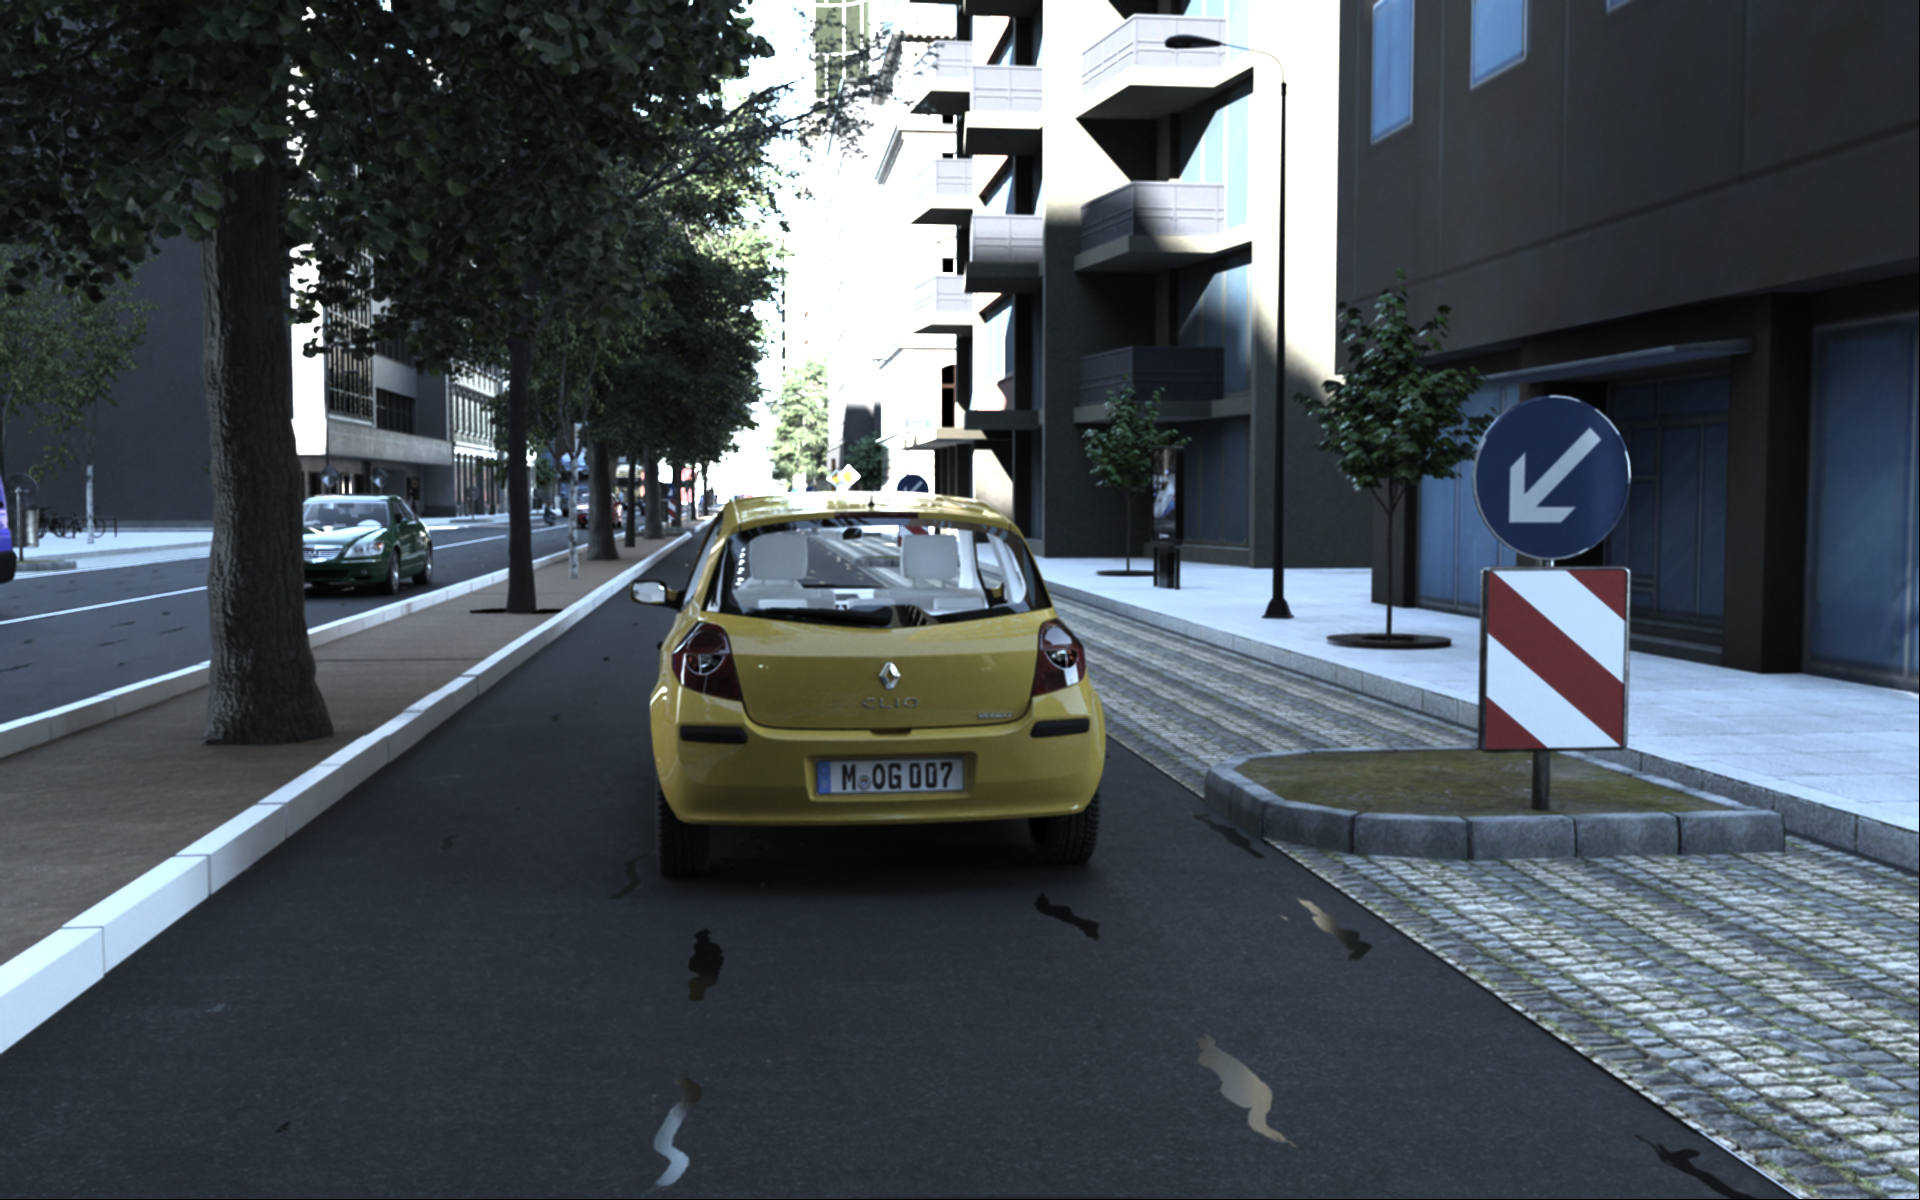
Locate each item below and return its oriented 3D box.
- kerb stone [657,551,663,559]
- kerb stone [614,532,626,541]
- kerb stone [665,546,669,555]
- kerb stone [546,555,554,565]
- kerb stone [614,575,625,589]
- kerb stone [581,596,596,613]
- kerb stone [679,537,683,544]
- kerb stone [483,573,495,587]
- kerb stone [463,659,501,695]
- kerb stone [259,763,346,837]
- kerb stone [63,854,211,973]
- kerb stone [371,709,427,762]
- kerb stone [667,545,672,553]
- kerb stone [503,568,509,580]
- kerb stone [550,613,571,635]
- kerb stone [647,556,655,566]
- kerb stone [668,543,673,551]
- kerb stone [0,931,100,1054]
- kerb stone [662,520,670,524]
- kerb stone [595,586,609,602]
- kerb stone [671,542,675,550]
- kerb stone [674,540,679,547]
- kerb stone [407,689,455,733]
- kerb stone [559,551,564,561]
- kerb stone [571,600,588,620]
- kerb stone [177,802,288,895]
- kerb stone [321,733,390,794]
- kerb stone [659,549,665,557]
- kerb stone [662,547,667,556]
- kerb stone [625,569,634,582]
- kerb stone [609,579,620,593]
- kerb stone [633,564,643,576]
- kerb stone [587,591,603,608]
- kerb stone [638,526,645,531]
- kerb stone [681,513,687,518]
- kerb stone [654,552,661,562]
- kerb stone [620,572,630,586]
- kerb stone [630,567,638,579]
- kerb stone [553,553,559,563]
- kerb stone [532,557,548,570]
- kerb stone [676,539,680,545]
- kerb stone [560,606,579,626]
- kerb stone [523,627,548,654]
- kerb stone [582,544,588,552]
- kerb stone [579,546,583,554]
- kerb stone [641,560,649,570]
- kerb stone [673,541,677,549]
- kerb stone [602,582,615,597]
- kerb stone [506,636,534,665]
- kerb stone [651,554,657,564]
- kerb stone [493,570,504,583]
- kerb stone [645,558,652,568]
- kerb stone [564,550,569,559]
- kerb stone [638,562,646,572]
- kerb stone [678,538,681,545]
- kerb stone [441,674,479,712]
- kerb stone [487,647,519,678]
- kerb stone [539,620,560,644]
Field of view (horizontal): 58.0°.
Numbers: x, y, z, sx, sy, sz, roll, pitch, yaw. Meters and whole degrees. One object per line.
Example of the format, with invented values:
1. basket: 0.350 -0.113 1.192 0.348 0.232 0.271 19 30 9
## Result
1. kerb stone: -6.526 -0.915 37.230 0.120 0.150 1.000 0 4 -7
2. kerb stone: -10.855 -2.021 55.293 0.120 0.150 1.000 0 4 -7
3. kerb stone: -6.906 -1.107 40.292 0.120 0.150 1.000 0 4 -7
4. kerb stone: -8.363 -0.774 34.925 0.120 0.150 1.000 0 4 -7
5. kerb stone: -5.165 -0.235 26.038 0.120 0.150 1.000 0 4 -7
6. kerb stone: -4.538 0.083 20.936 0.120 0.150 1.000 0 4 -7
7. kerb stone: -7.899 -1.602 48.433 0.120 0.150 1.000 0 4 -7
8. kerb stone: -7.364 -0.278 26.767 0.120 0.150 1.000 0 4 -7
9. kerb stone: -3.539 0.575 12.787 0.120 0.150 1.000 0 4 -7
10. kerb stone: -2.921 0.887 7.701 0.120 0.150 1.000 0 4 -7
11. kerb stone: -2.673 1.016 5.655 0.120 0.150 1.000 0 4 -7
12. kerb stone: -3.164 0.767 9.733 0.120 0.150 1.000 0 4 -7
13. kerb stone: -7.022 -1.169 41.313 0.120 0.150 1.000 0 4 -7
14. kerb stone: -7.614 -0.404 28.807 0.120 0.150 1.000 0 4 -7
15. kerb stone: -4.158 0.266 17.888 0.120 0.150 1.000 0 4 -7
16. kerb stone: -6.154 -0.727 34.186 0.120 0.150 1.000 0 4 -7
17. kerb stone: -7.152 -1.231 42.327 0.120 0.150 1.000 0 4 -7
18. kerb stone: -2.541 1.078 4.635 0.120 0.150 1.000 0 4 -7
19. kerb stone: -14.655 -3.920 86.377 0.120 0.150 1.000 0 4 -7
20. kerb stone: -4.791 -0.047 22.965 0.120 0.150 1.000 0 4 -7
21. kerb stone: -7.273 -1.293 43.342 0.120 0.150 1.000 0 4 -7
22. kerb stone: -7.520 -1.411 45.372 0.120 0.150 1.000 0 4 -7
23. kerb stone: -3.296 0.701 10.747 0.120 0.150 1.000 0 4 -7
24. kerb stone: -8.611 -0.903 36.966 0.120 0.150 1.000 0 4 -7
25. kerb stone: -4.414 0.139 19.916 0.120 0.150 1.000 0 4 -7
26. kerb stone: -2.797 0.952 6.678 0.120 0.150 1.000 0 4 -7
27. kerb stone: -3.049 0.825 8.717 0.120 0.150 1.000 0 4 -7
28. kerb stone: -6.654 -0.979 38.245 0.120 0.150 1.000 0 4 -7
29. kerb stone: -6.779 -1.044 39.264 0.120 0.150 1.000 0 4 -7
30. kerb stone: -5.419 -0.360 28.081 0.120 0.150 1.000 0 4 -7
31. kerb stone: -5.040 -0.172 25.014 0.120 0.150 1.000 0 4 -7
32. kerb stone: -5.656 -0.483 30.116 0.120 0.150 1.000 0 4 -7
33. kerb stone: -4.660 0.015 21.951 0.120 0.150 1.000 0 4 -7
34. kerb stone: -12.286 -2.733 67.020 0.120 0.150 1.000 0 4 -7
35. kerb stone: -17.638 -5.413 110.790 0.120 0.150 1.000 0 4 -7
36. kerb stone: -6.402 -0.857 36.215 0.120 0.150 1.000 0 4 -7
37. kerb stone: -5.289 -0.297 27.059 0.120 0.150 1.000 0 4 -7
38. kerb stone: -5.543 -0.421 29.100 0.120 0.150 1.000 0 4 -7
39. kerb stone: -8.482 -0.841 35.947 0.120 0.150 1.000 0 4 -7
40. kerb stone: -8.235 -0.713 33.900 0.120 0.150 1.000 0 4 -7
41. kerb stone: -7.647 -1.480 46.387 0.120 0.150 1.000 0 4 -7
42. kerb stone: -4.293 0.205 18.901 0.120 0.150 1.000 0 4 -7
43. kerb stone: -3.917 0.388 15.848 0.120 0.150 1.000 0 4 -7
44. kerb stone: -9.360 -1.277 43.076 0.120 0.150 1.000 0 4 -7
45. kerb stone: -9.114 -1.152 41.046 0.120 0.150 1.000 0 4 -7
46. kerb stone: -5.912 -0.608 32.152 0.120 0.150 1.000 0 4 -7
47. kerb stone: -7.400 -1.354 44.357 0.120 0.150 1.000 0 4 -7
48. kerb stone: -4.921 -0.110 23.996 0.120 0.150 1.000 0 4 -7
49. kerb stone: -3.794 0.450 14.833 0.120 0.150 1.000 0 4 -7
50. kerb stone: -6.288 -0.795 35.200 0.120 0.150 1.000 0 4 -7
51. kerb stone: -7.482 -0.342 27.787 0.120 0.150 1.000 0 4 -7
52. kerb stone: -6.038 -0.671 33.170 0.120 0.150 1.000 0 4 -7
53. kerb stone: -8.734 -0.961 37.981 0.120 0.150 1.000 0 4 -7
54. kerb stone: -5.784 -0.546 31.130 0.120 0.150 1.000 0 4 -7
55. kerb stone: -7.780 -1.542 47.407 0.120 0.150 1.000 0 4 -7
56. kerb stone: -3.421 0.649 11.763 0.120 0.150 1.000 0 4 -7
57. kerb stone: -3.669 0.513 13.813 0.120 0.150 1.000 0 4 -7
58. kerb stone: -4.035 0.328 16.873 0.120 0.150 1.000 0 4 -7
